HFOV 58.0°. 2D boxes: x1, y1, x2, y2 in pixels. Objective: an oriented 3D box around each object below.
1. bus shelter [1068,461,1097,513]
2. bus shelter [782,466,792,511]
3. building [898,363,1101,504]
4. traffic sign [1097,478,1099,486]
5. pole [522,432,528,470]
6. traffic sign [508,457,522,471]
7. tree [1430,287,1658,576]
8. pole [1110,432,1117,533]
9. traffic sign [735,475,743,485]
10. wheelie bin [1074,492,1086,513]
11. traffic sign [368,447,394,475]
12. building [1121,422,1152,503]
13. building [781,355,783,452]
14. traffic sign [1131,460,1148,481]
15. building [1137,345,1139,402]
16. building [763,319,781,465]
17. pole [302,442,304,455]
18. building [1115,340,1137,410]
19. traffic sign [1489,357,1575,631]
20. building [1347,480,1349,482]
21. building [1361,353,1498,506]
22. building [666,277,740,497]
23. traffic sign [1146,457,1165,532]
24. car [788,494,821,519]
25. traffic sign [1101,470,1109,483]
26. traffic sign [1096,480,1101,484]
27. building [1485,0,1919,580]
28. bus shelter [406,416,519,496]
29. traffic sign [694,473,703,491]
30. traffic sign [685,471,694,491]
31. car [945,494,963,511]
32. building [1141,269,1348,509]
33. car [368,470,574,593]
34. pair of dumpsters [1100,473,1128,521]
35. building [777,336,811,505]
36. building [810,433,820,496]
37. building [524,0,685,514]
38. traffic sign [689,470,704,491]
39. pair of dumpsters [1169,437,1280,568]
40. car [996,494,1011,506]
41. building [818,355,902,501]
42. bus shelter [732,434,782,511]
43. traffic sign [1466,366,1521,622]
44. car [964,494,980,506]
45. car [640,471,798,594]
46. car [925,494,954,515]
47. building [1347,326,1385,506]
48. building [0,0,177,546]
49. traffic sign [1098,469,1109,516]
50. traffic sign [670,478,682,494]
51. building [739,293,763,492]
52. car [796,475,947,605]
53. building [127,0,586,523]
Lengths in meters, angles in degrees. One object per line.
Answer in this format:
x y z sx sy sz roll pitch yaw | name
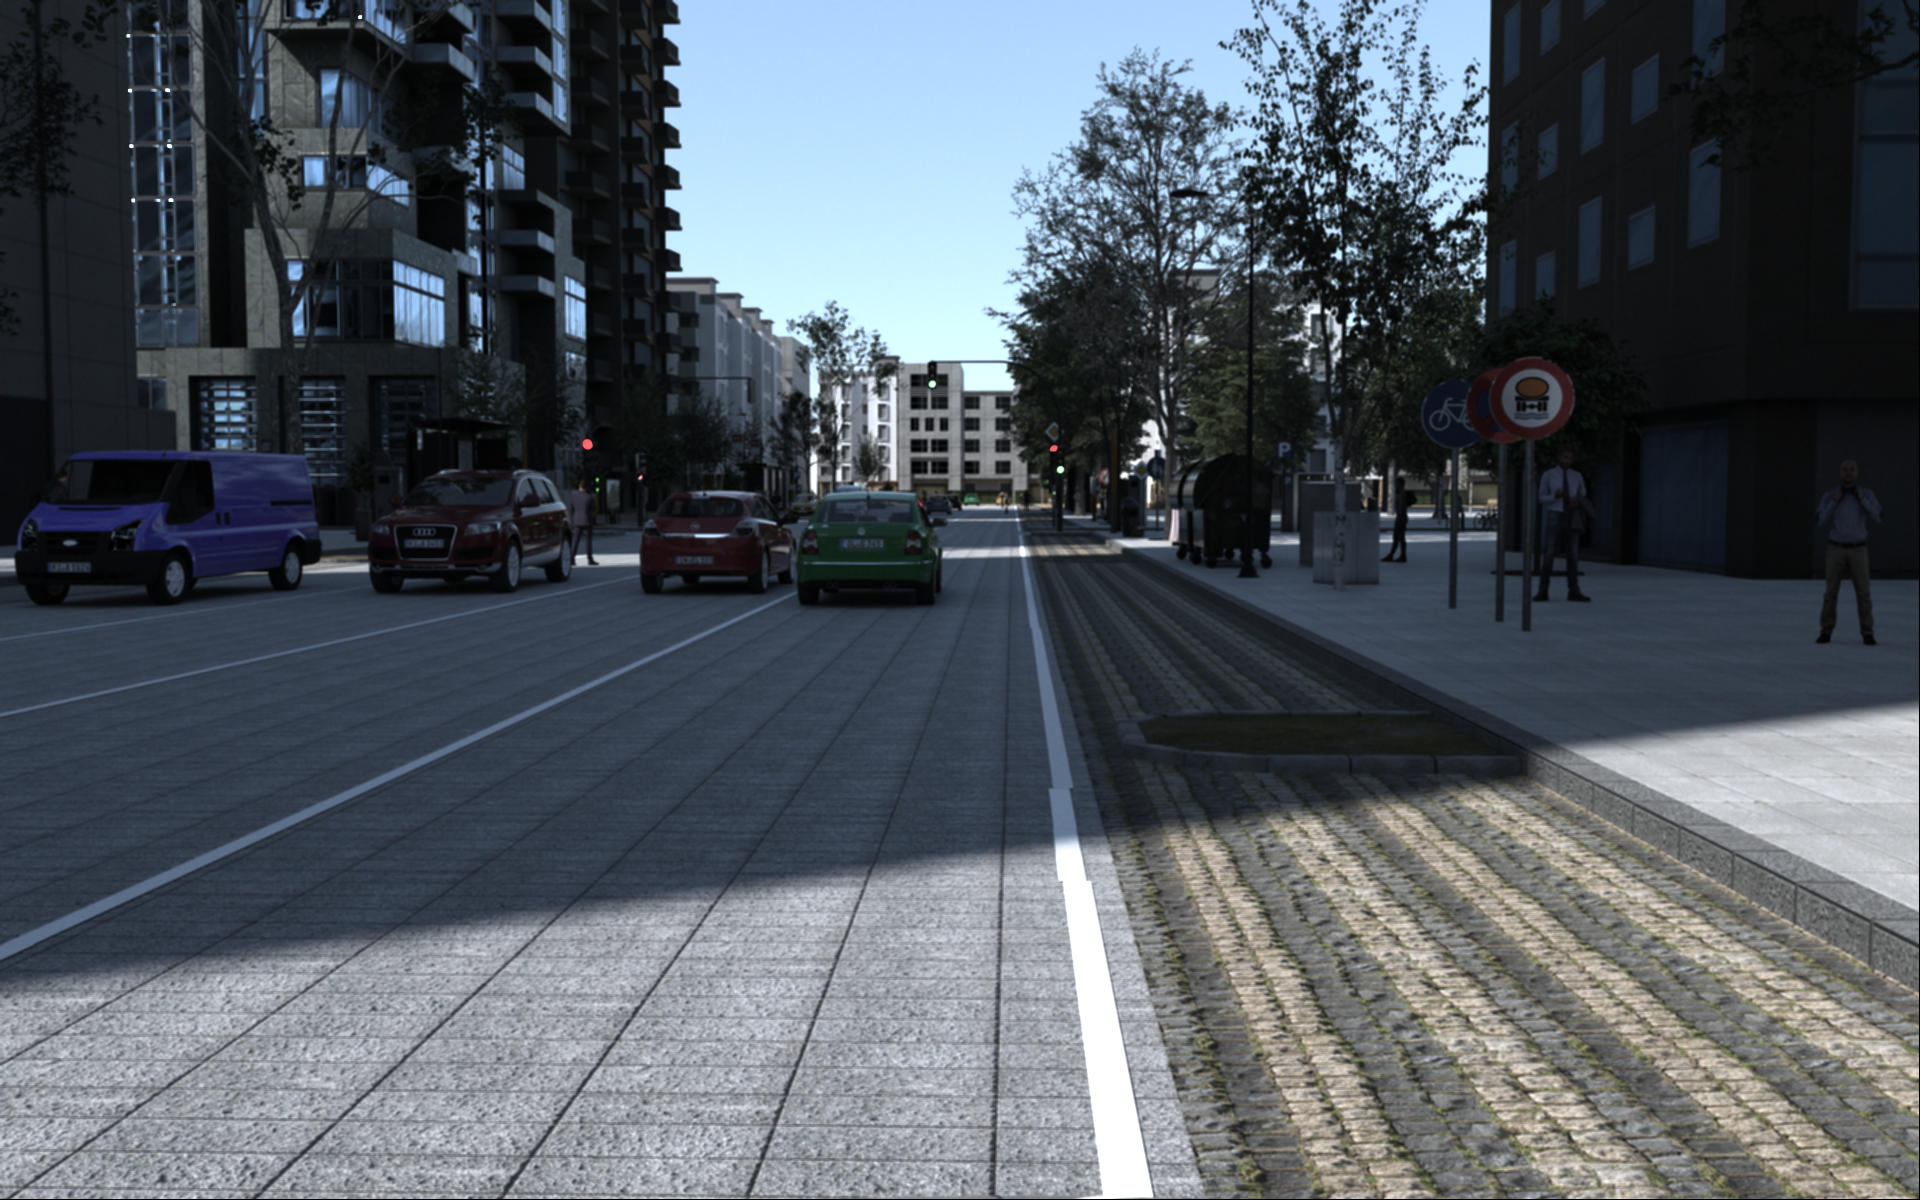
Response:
8.537 -7.851 119.644 1.731 3.624 6.357 0 4 2 | bus shelter
-14.240 -9.295 129.610 2.179 5.291 8.768 0 4 2 | bus shelter
7.661 -22.953 241.739 31.486 18.905 16.747 0 4 2 | building
9.866 -7.770 127.147 0.768 2.556 0.104 0 4 6 | traffic sign
-14.414 -3.888 57.412 0.158 3.312 0.155 0 3 0 | pole
-15.279 -3.619 59.273 0.768 2.556 0.104 1 4 10 | traffic sign
9.272 -2.680 27.527 4.285 4.588 4.351 0 3 0 | tree
5.034 -3.840 56.629 0.158 3.312 0.155 0 3 0 | pole
-14.586 -6.933 113.466 0.768 2.556 0.104 1 4 11 | traffic sign
7.214 -5.887 104.159 0.693 1.594 0.980 -1 4 -9 | wheelie bin
-16.049 -2.947 48.190 0.884 2.594 0.081 0 4 5 | traffic sign
21.493 -14.770 183.633 9.099 9.664 28.070 0 4 2 | building
-27.074 -20.112 185.253 16.016 20.091 11.380 0 4 2 | building
7.056 -4.126 67.189 0.795 2.593 0.064 1 4 11 | traffic sign
25.330 -18.741 162.829 16.016 20.091 11.380 0 4 2 | building
-27.000 -19.376 173.225 16.016 20.091 11.380 0 4 2 | building
-25.734 -4.522 67.770 0.158 3.312 0.155 0 3 0 | pole
26.071 -21.226 203.458 16.016 20.091 11.380 0 4 2 | building
5.311 -0.982 16.165 0.768 2.556 0.104 0 4 8 | traffic sign
39.787 -22.945 241.601 31.486 18.905 16.747 0 4 2 | building
63.540 -20.448 200.789 31.486 18.905 16.747 0 4 2 | building
-28.131 -17.898 149.047 16.016 20.091 11.380 0 4 2 | building
6.714 -3.593 58.855 0.768 2.556 0.104 1 4 9 | traffic sign
-8.669 -5.370 98.019 2.015 1.641 3.980 0 4 2 | car
7.343 -5.188 84.827 0.884 2.594 0.081 0 4 4 | traffic sign
7.627 -5.593 91.442 0.884 2.594 0.081 0 4 2 | traffic sign
18.636 -23.301 31.088 14.600 45.320 14.200 0 4 2 | building
-15.865 -3.931 55.552 1.731 3.624 6.357 0 4 2 | bus shelter
-15.593 -6.253 102.335 0.768 2.556 0.104 0 4 3 | traffic sign
-15.144 -5.966 97.647 0.768 2.556 0.104 0 4 8 | traffic sign
-0.720 -8.596 150.326 2.009 1.686 4.222 0 4 2 | car
24.307 -18.011 150.899 16.016 20.091 11.380 0 4 2 | building
-7.452 -1.108 26.796 2.281 1.827 5.304 0 4 1 | car
7.453 -4.796 80.904 1.574 2.255 4.437 0 4 2 | pair of dumpsters
-34.231 -20.587 203.047 31.486 18.905 16.747 0 4 2 | building
-33.578 -18.218 240.004 28.070 9.664 9.099 0 4 2 | building
-31.819 -28.527 121.039 22.147 44.769 28.867 0 4 2 | building
-14.182 -5.695 93.115 0.884 2.594 0.081 0 4 5 | traffic sign
4.814 -1.795 31.835 1.574 2.255 4.437 0 4 2 | pair of dumpsters
5.442 -12.652 217.079 2.015 1.641 3.980 0 4 2 | car
-13.759 -23.610 242.446 11.380 20.091 16.016 0 4 2 | building
-14.057 -8.603 118.295 2.179 5.291 8.768 0 4 2 | bus shelter
5.424 -1.054 17.334 0.768 2.556 0.104 0 4 3 | traffic sign
1.499 -12.521 213.518 1.959 1.807 4.718 0 4 3 | car
-3.610 -1.062 26.412 2.155 1.783 4.494 0 4 3 | car
-1.468 -6.632 120.443 2.014 1.417 4.499 0 4 1 | car
42.110 -21.086 201.172 11.380 20.091 16.016 0 4 2 | building
-33.781 -36.765 39.368 20.611 71.187 20.563 0 4 2 | building
7.261 -5.277 86.381 0.768 2.556 0.104 0 4 7 | traffic sign
-15.941 -5.906 96.574 0.884 2.594 0.081 1 4 11 | traffic sign
-27.355 -18.602 160.563 16.016 20.091 11.380 0 4 2 | building
-1.171 -0.916 23.775 1.959 1.807 4.718 0 4 1 | car
-32.688 -47.514 89.523 22.319 86.520 31.000 0 4 2 | building
